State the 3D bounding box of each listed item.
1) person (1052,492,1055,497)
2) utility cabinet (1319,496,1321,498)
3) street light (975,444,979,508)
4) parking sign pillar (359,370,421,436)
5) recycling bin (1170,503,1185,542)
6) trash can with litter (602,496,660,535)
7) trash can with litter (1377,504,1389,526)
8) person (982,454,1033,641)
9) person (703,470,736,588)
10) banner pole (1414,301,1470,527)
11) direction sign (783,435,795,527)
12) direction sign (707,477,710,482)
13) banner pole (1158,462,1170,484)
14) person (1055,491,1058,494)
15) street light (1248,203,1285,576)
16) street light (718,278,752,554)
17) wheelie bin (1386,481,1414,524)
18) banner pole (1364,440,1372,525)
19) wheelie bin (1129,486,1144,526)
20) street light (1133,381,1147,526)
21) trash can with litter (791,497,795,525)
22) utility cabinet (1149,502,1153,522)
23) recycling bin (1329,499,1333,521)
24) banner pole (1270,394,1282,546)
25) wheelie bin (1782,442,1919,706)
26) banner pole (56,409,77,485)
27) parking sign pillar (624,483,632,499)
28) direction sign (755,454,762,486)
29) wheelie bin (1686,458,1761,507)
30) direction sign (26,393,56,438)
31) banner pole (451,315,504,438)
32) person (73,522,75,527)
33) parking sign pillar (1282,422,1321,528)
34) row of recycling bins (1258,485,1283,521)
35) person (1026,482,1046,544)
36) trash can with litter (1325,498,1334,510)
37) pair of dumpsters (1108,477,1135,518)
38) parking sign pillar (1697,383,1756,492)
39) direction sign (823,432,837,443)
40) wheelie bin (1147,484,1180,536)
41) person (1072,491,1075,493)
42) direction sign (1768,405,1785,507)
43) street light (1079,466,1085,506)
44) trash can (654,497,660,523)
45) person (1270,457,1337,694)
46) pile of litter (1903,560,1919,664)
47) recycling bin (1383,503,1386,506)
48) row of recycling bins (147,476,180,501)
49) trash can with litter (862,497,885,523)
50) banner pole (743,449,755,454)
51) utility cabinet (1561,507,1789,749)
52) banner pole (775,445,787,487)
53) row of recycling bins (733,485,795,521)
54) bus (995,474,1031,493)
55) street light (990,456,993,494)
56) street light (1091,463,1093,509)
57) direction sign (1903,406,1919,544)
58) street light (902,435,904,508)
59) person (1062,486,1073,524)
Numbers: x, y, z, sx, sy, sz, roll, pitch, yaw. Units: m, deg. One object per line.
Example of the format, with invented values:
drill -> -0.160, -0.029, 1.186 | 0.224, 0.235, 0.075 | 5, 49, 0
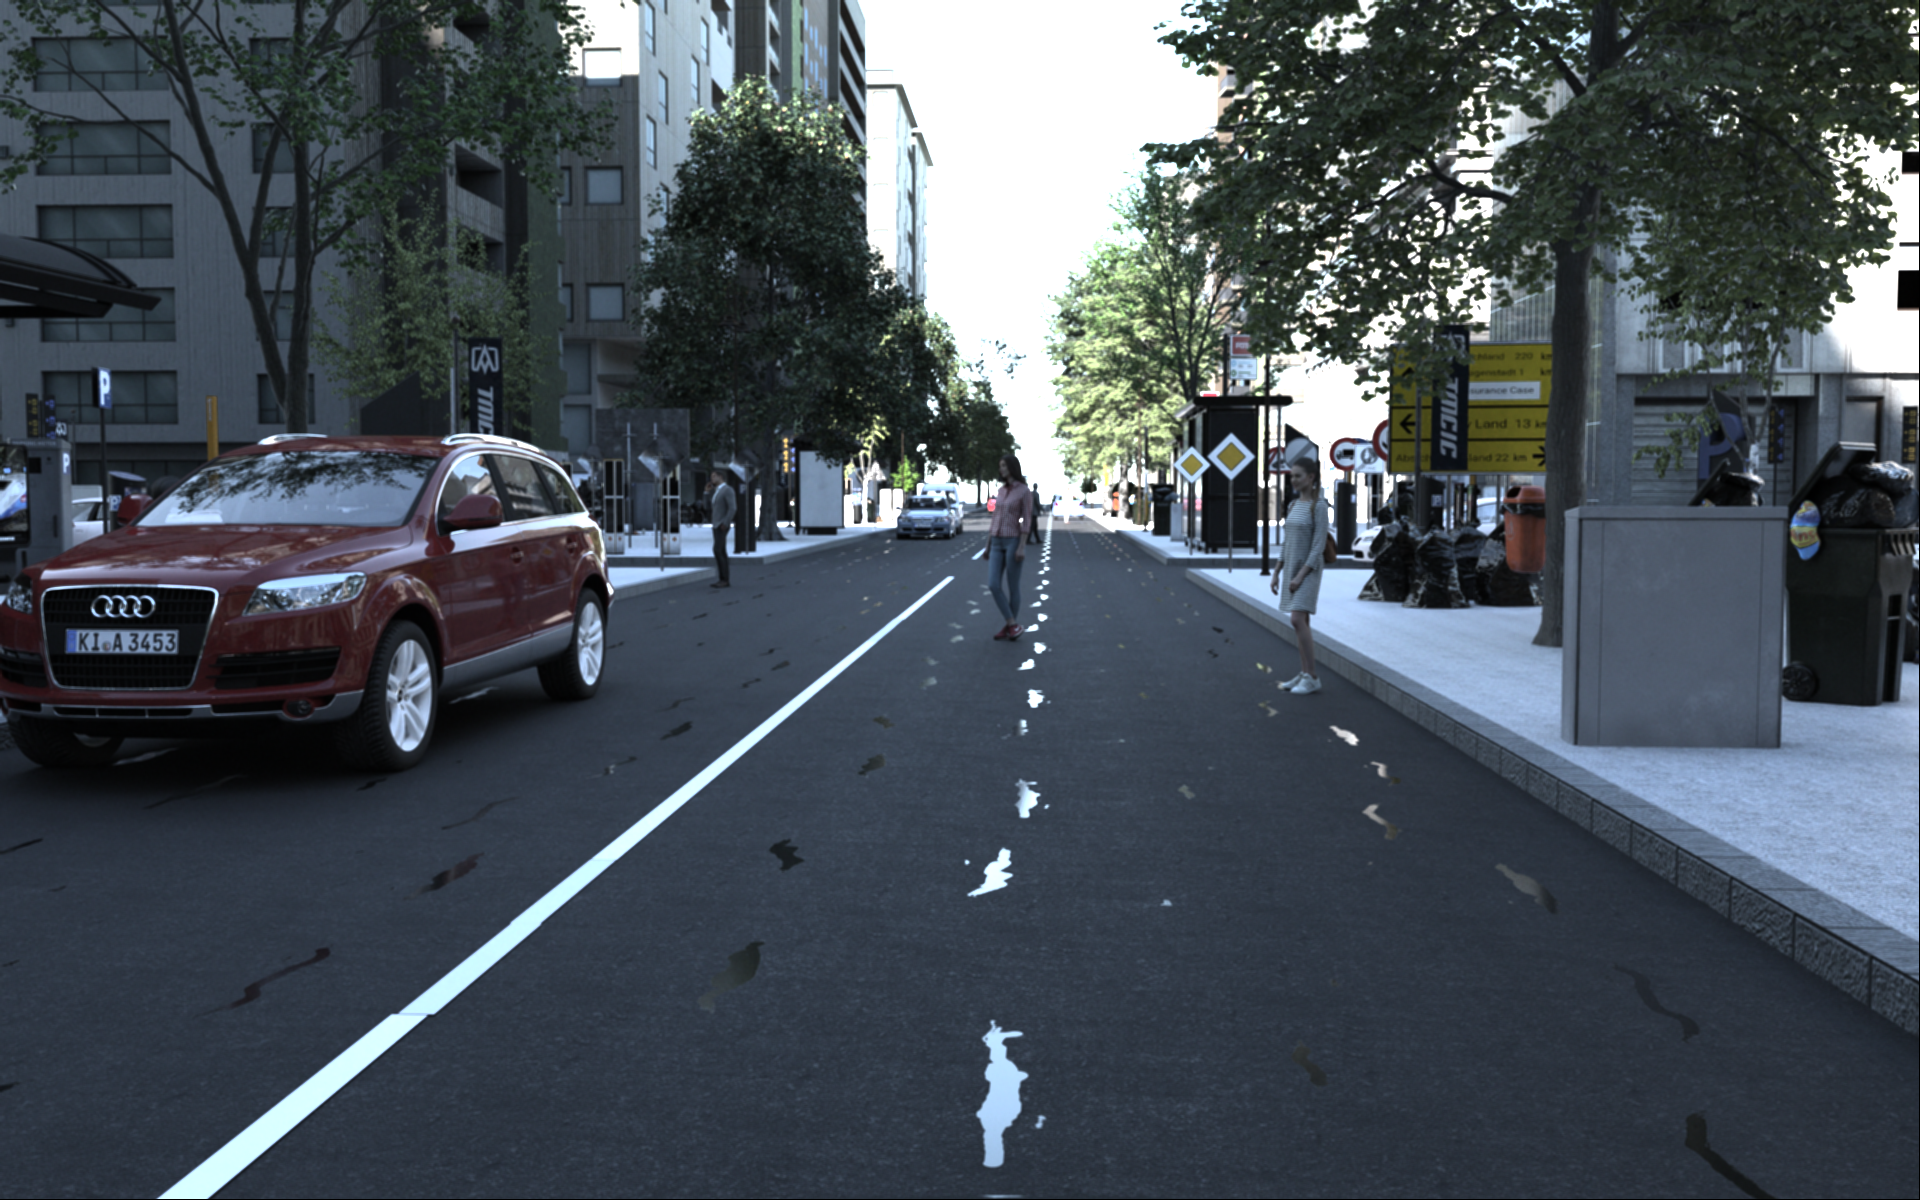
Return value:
person -> 12.158, -13.045, 222.696 | 0.541, 1.710, 0.530 | 2, 4, 26
utility cabinet -> 9.348, -2.169, 46.624 | 0.306, 1.237, 1.020 | -1, 4, -15
street light -> 1.532, -11.175, 155.491 | 0.468, 5.910, 1.993 | 0, 4, 3
parking sign pillar -> -12.344, -2.994, 37.430 | 1.447, 3.967, 1.447 | -3, 4, -36
recycling bin -> 6.207, -2.112, 47.078 | 0.722, 1.027, 0.722 | 3, 5, 43
trash can with litter -> -10.599, -2.665, 54.622 | 1.678, 1.210, 2.233 | -3, 5, -44
trash can with litter -> 10.166, -1.876, 42.066 | 1.055, 1.170, 0.624 | 1, 4, 16
person -> 0.453, -0.522, 17.051 | 0.555, 1.821, 0.388 | 2, 4, 34
person -> -3.709, -1.103, 26.712 | 0.473, 1.802, 0.592 | -1, 4, -15
banner pole -> 6.202, -1.990, 22.551 | 0.863, 3.779, 0.401 | 1, 4, 16
direction sign -> -6.591, -4.591, 67.057 | 0.379, 3.537, 0.876 | -3, 5, -41
direction sign -> -16.185, -7.169, 109.207 | 0.876, 3.537, 0.379 | 1, 4, 18
banner pole -> 10.984, -6.276, 92.625 | 0.863, 3.779, 0.401 | 1, 4, 16
person -> 12.479, -13.180, 223.629 | 1.348, 1.869, 0.705 | 0, 4, -4
street light -> 4.824, -3.327, 27.176 | 0.468, 5.910, 1.993 | 0, 4, 3
street light -> -4.797, -3.935, 37.121 | 0.468, 5.910, 1.993 | 0, 4, 3
wheelie bin -> 10.490, -2.008, 40.732 | 0.980, 1.594, 0.693 | -3, 5, -41
banner pole -> 16.876, -4.958, 71.085 | 0.863, 3.779, 0.401 | -2, 4, -35
wheelie bin -> 7.394, -3.817, 70.318 | 0.980, 1.594, 0.693 | -1, 4, -11
street light -> 7.110, -5.857, 68.546 | 0.468, 5.910, 1.993 | 0, 4, 3
trash can with litter -> -6.496, -3.682, 71.592 | 1.055, 1.170, 0.624 | -3, 5, -42
utility cabinet -> 8.989, -4.138, 78.810 | 1.020, 1.237, 0.306 | 2, 4, 24
recycling bin -> 18.012, -4.340, 83.510 | 0.722, 1.027, 0.722 | 2, 4, 28
banner pole -> 8.016, -3.269, 43.470 | 0.401, 3.779, 0.863 | 1, 4, 16
wheelie bin -> 5.531, -0.174, 10.749 | 0.980, 1.594, 0.693 | -3, 5, -43
banner pole -> -26.222, -3.720, 50.839 | 0.863, 3.779, 0.401 | -3, 5, -45
parking sign pillar -> -14.451, -5.255, 74.393 | 1.447, 3.967, 1.447 | 1, 4, 13
direction sign -> -11.298, -6.501, 98.282 | 0.876, 3.537, 0.379 | 0, 4, -6
wheelie bin -> 6.880, -0.473, 15.643 | 0.693, 1.594, 0.980 | 1, 4, 22
direction sign -> -20.841, -2.897, 39.358 | 0.379, 3.537, 0.876 | 1, 4, 12
banner pole -> -6.816, -2.100, 24.346 | 0.863, 3.779, 0.401 | -1, 4, -12
person -> -16.505, -1.378, 31.709 | 0.731, 1.740, 0.598 | 1, 4, 14
parking sign pillar -> 12.874, -4.687, 65.108 | 1.447, 3.967, 1.447 | 0, 4, -1
row of recycling bins -> 14.446, -4.567, 81.775 | 3.534, 1.692, 1.069 | 2, 4, 28
person -> 2.181, -2.488, 49.573 | 0.834, 1.777, 0.661 | -3, 5, -42
trash can with litter -> 11.525, -2.697, 55.487 | 0.624, 1.170, 1.055 | 2, 4, 30
pair of dumpsters -> 8.981, -5.674, 95.256 | 1.574, 2.255, 4.437 | 0, 4, 3
parking sign pillar -> 18.263, -3.232, 41.307 | 1.447, 3.967, 1.447 | -2, 4, -26
direction sign -> -4.478, -4.170, 60.182 | 0.876, 3.537, 0.379 | -2, 4, -35
wheelie bin -> 6.293, -2.792, 53.558 | 0.980, 1.594, 0.693 | 0, 4, 6
person -> 8.848, -7.738, 136.492 | 0.593, 1.643, 0.415 | 0, 4, 1
direction sign -> 20.896, -3.205, 44.391 | 0.379, 3.537, 0.876 | 0, 4, 2
street light -> 13.402, -13.082, 186.675 | 0.468, 5.910, 1.993 | 0, 4, 3
trash can -> -13.254, -3.957, 76.343 | 0.748, 1.137, 0.748 | 0, 3, 0
person -> 2.520, -0.194, 12.679 | 0.522, 1.701, 0.512 | -2, 4, -27
pile of litter -> 7.635, 0.019, 13.660 | 1.176, 0.858, 1.719 | 2, 4, 32
recycling bin -> 12.631, -2.270, 49.667 | 0.722, 1.027, 0.722 | -2, 4, -27
row of recycling bins -> -17.834, -2.014, 40.044 | 1.069, 1.692, 3.534 | 2, 4, 35
trash can with litter -> -3.899, -4.035, 77.352 | 1.055, 1.170, 0.624 | -3, 5, -40
banner pole -> -10.785, -6.003, 88.174 | 0.863, 3.779, 0.401 | 1, 4, 15
utility cabinet -> 3.646, 0.139, 8.883 | 1.020, 1.237, 0.306 | 0, 4, 5
banner pole -> -9.046, -5.942, 87.173 | 0.863, 3.779, 0.401 | 1, 4, 19
row of recycling bins -> -9.135, -4.587, 82.109 | 3.534, 1.692, 1.069 | -2, 4, -27
bus -> 4.949, -9.938, 157.349 | 2.948, 3.499, 13.247 | 0, 4, 4
street light -> 3.651, -13.670, 196.293 | 0.468, 5.910, 1.993 | 0, 4, 3
street light -> 11.061, -10.512, 144.657 | 0.468, 5.910, 1.993 | 0, 4, 3
direction sign -> 24.688, -3.214, 44.550 | 0.876, 3.537, 0.379 | 3, 5, 44
street light -> -2.628, -6.520, 79.386 | 0.468, 5.910, 1.993 | 0, 4, 3
person -> 5.289, -4.614, 84.131 | 0.606, 1.804, 0.583 | 3, 4, 36
